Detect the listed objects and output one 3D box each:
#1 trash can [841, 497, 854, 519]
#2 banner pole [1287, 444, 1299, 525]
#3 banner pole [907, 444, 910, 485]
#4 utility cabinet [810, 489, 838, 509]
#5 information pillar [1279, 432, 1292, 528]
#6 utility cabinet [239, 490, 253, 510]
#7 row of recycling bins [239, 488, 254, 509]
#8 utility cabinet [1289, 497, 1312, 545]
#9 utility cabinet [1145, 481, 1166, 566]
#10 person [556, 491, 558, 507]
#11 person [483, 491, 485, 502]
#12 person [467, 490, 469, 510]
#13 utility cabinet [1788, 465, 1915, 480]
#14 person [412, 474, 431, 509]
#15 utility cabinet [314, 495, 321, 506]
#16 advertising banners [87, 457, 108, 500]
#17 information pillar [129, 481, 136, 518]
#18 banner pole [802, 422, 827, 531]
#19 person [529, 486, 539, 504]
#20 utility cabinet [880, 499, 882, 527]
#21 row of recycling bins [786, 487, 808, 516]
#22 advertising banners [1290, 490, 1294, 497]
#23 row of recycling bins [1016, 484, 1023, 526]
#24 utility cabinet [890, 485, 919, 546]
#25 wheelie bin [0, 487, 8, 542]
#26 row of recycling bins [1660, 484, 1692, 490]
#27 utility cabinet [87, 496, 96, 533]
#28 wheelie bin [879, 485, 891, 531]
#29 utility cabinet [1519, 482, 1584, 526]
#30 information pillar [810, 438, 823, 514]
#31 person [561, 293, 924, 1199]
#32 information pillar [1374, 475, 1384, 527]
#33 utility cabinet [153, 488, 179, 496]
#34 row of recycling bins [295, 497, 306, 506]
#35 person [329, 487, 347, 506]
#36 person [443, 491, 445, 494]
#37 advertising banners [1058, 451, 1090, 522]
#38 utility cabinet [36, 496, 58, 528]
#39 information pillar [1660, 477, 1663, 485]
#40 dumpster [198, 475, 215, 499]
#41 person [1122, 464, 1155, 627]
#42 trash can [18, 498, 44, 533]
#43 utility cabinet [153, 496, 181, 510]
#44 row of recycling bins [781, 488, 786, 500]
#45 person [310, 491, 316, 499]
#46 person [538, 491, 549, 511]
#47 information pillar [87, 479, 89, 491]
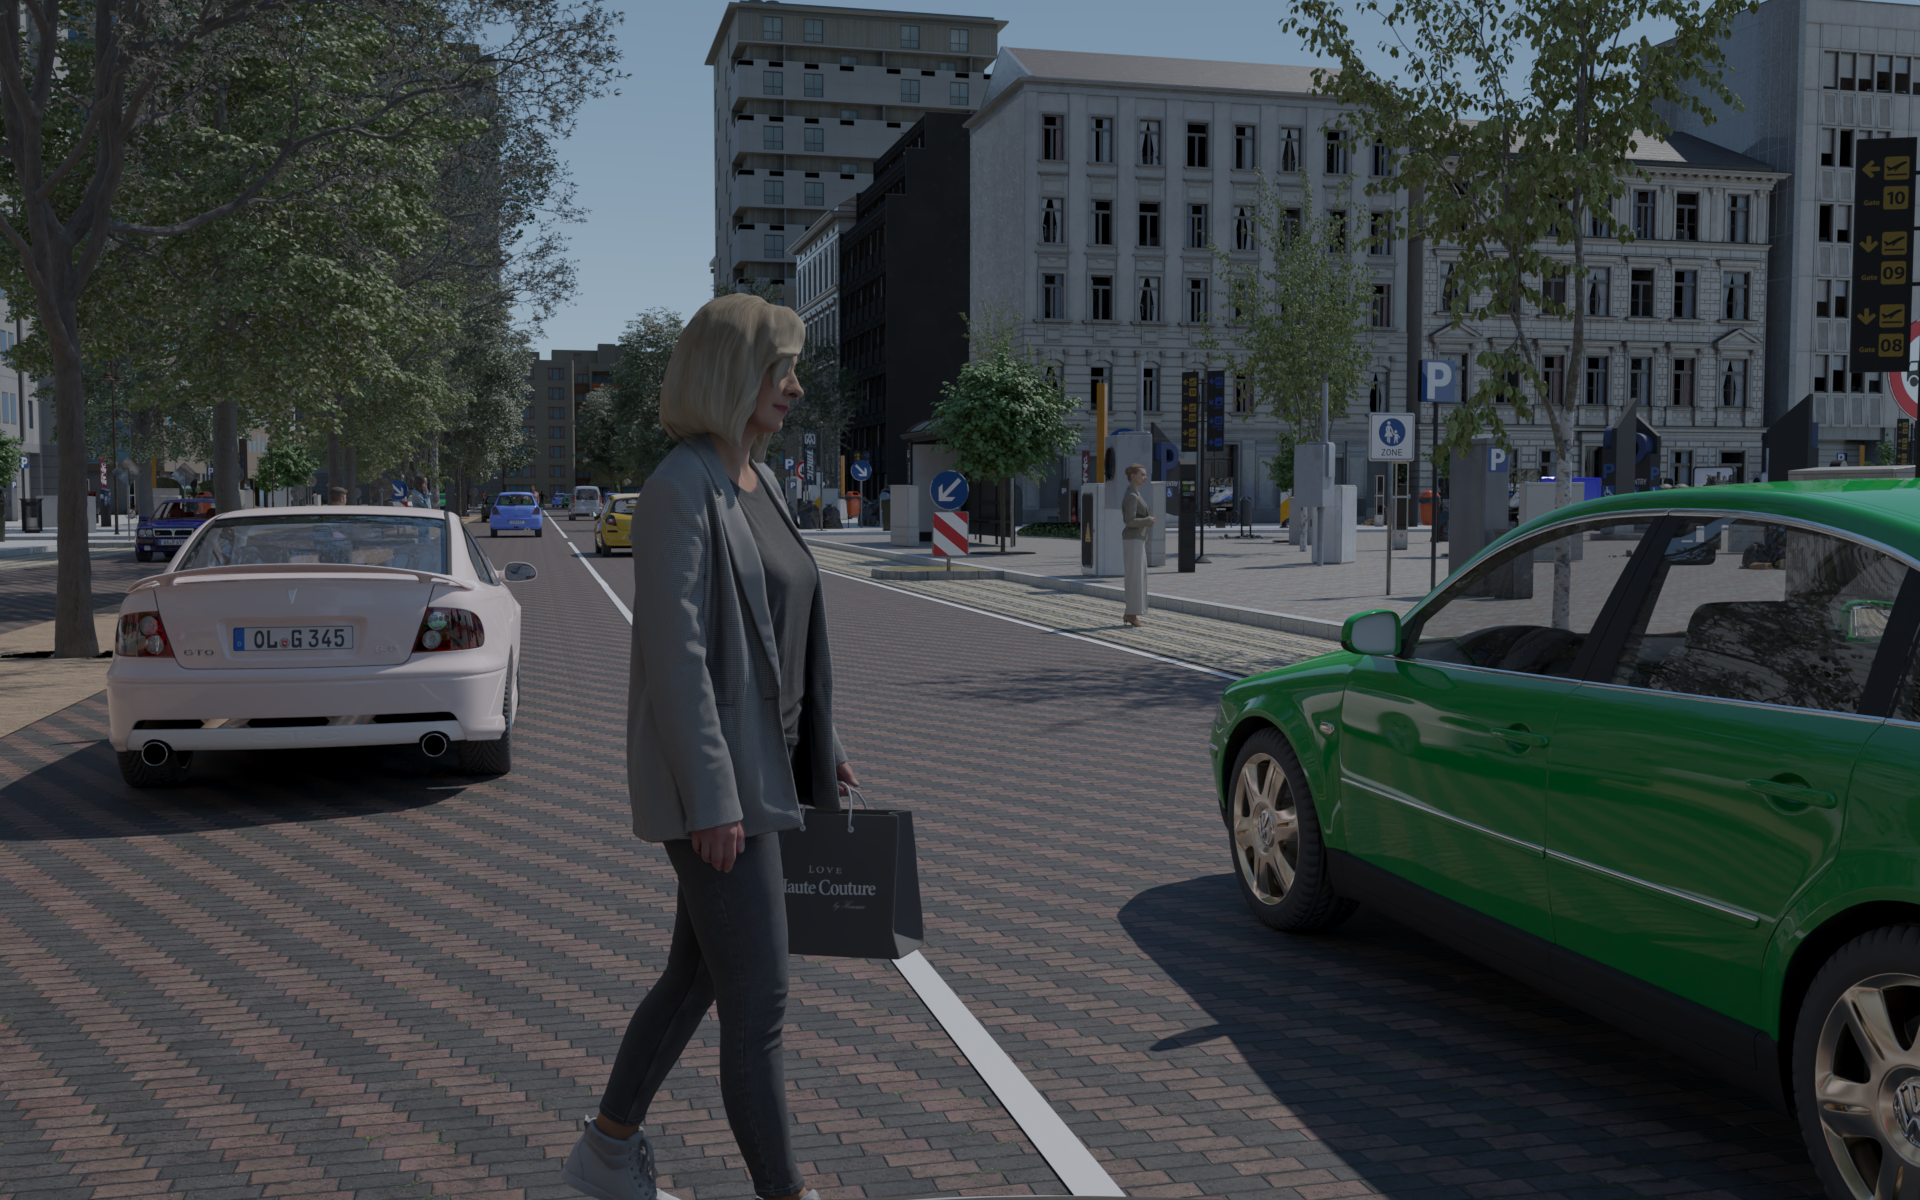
[{"bbox_3d":[-5.720,-4.683,88.227,0.748,1.137,0.748,0,3,0],"label":"trash can"},{"bbox_3d":[13.899,-5.019,72.084,0.401,3.779,0.863,3,5,41],"label":"banner pole"},{"bbox_3d":[-2.455,-5.828,85.304,0.401,3.779,0.863,0,4,3],"label":"banner pole"},{"bbox_3d":[-5.526,-3.768,70.279,1.173,1.500,0.318,-3,4,-39],"label":"utility cabinet"},{"bbox_3d":[12.340,-4.528,65.382,0.504,3.616,0.183,1,4,16],"label":"information pillar"},{"bbox_3d":[-44.125,-5.983,106.501,1.173,1.500,0.318,-2,4,-35],"label":"utility cabinet"},{"bbox_3d":[-48.510,-6.561,114.383,3.534,1.692,1.069,-1,4,-12],"label":"row of recycling bins"},{"bbox_3d":[8.834,-2.005,43.941,0.306,1.237,1.020,-3,5,-42],"label":"utility cabinet"},{"bbox_3d":[3.215,-1.354,30.819,0.318,1.500,1.173,-2,4,-25],"label":"utility cabinet"},{"bbox_3d":[-44.641,-11.164,191.588,0.434,1.755,0.990,0,4,-1],"label":"person"},{"bbox_3d":[-53.374,-11.374,194.405,0.705,1.831,1.348,0,4,-7],"label":"person"},{"bbox_3d":[-44.595,-9.046,156.533,0.705,1.807,1.348,0,4,7],"label":"person"},{"bbox_3d":[7.069,-0.310,13.751,0.318,1.500,1.173,-1,4,-12],"label":"utility cabinet"},{"bbox_3d":[-9.810,-1.389,31.476,0.793,1.790,0.793,3,5,42],"label":"person"},{"bbox_3d":[-45.168,-6.762,121.719,0.306,1.237,1.020,-1,4,-9],"label":"utility cabinet"},{"bbox_3d":[-40.420,-5.161,80.572,0.090,3.025,2.074,1,4,20],"label":"advertising banners"},{"bbox_3d":[-43.961,-5.348,91.925,0.304,2.012,0.304,-2,4,-34],"label":"information pillar"},{"bbox_3d":[-5.031,-4.279,59.985,0.863,3.779,0.401,-1,4,-18],"label":"banner pole"},{"bbox_3d":[-19.769,-4.383,80.179,0.555,1.821,0.388,-2,4,-30],"label":"person"},{"bbox_3d":[-2.794,-3.429,67.234,0.306,1.237,1.020,1,4,19],"label":"utility cabinet"},{"bbox_3d":[-8.937,-5.940,104.225,1.069,1.692,3.534,2,4,27],"label":"row of recycling bins"},{"bbox_3d":[12.296,-4.134,63.778,0.090,3.025,2.074,2,4,25],"label":"advertising banners"},{"bbox_3d":[1.177,-3.879,70.536,3.534,1.692,1.069,3,5,45],"label":"row of recycling bins"},{"bbox_3d":[-1.348,-2.065,42.444,0.318,1.500,1.173,-2,4,-23],"label":"utility cabinet"},{"bbox_3d":[-25.916,-2.357,46.445,0.693,1.594,0.980,-2,4,-29],"label":"wheelie bin"},{"bbox_3d":[29.037,-3.891,70.731,1.069,1.692,3.534,-1,4,-23],"label":"row of recycling bins"},{"bbox_3d":[-28.759,-2.816,57.206,0.306,1.237,1.020,-2,4,-34],"label":"utility cabinet"},{"bbox_3d":[-2.406,-3.195,60.153,0.693,1.594,0.980,1,4,14],"label":"wheelie bin"},{"bbox_3d":[11.280,-1.492,33.072,1.173,1.500,0.318,-1,4,-9],"label":"utility cabinet"},{"bbox_3d":[-5.526,-4.598,66.534,0.504,3.616,0.183,0,4,-5],"label":"information pillar"},{"bbox_3d":[-0.425,0.328,3.316,0.728,1.800,0.709,1,4,18],"label":"person"},{"bbox_3d":[16.454,-3.883,67.977,0.304,2.012,0.304,0,4,1],"label":"information pillar"},{"bbox_3d":[-30.657,-3.543,66.607,1.173,1.500,0.318,-1,4,-20],"label":"utility cabinet"},{"bbox_3d":[-46.879,-7.043,122.266,1.069,1.692,3.534,-1,4,-15],"label":"row of recycling bins"},{"bbox_3d":[-7.082,-0.518,19.567,0.503,1.515,0.523,-3,4,-38],"label":"person"},{"bbox_3d":[-48.877,-9.501,164.363,0.617,1.759,0.750,1,4,22],"label":"person"},{"bbox_3d":[4.649,-4.545,70.499,0.090,3.025,2.074,-2,4,-33],"label":"advertising banners"},{"bbox_3d":[-34.943,-3.393,66.636,1.020,1.237,0.306,-3,5,-43],"label":"utility cabinet"},{"bbox_3d":[30.177,-4.312,74.999,0.304,2.012,0.304,-2,4,-32],"label":"information pillar"},{"bbox_3d":[-37.514,-5.167,86.969,1.502,2.255,1.985,-1,4,-14],"label":"dumpster"},{"bbox_3d":[1.914,-0.583,18.584,0.362,1.759,0.519,0,4,6],"label":"person"},{"bbox_3d":[-30.420,-2.759,56.762,0.748,1.137,0.748,0,3,0],"label":"trash can"},{"bbox_3d":[-29.922,-3.311,65.304,1.020,1.237,0.306,0,4,-1],"label":"utility cabinet"},{"bbox_3d":[-12.630,-7.009,121.702,1.069,1.692,3.534,1,4,9],"label":"row of recycling bins"},{"bbox_3d":[-76.055,-11.911,203.950,0.721,1.736,1.217,1,4,17],"label":"person"},{"bbox_3d":[-36.392,-8.659,150.903,1.217,1.723,0.721,0,4,3],"label":"person"},{"bbox_3d":[-43.670,-5.017,86.514,0.304,2.012,0.304,-3,4,-37],"label":"information pillar"}]
